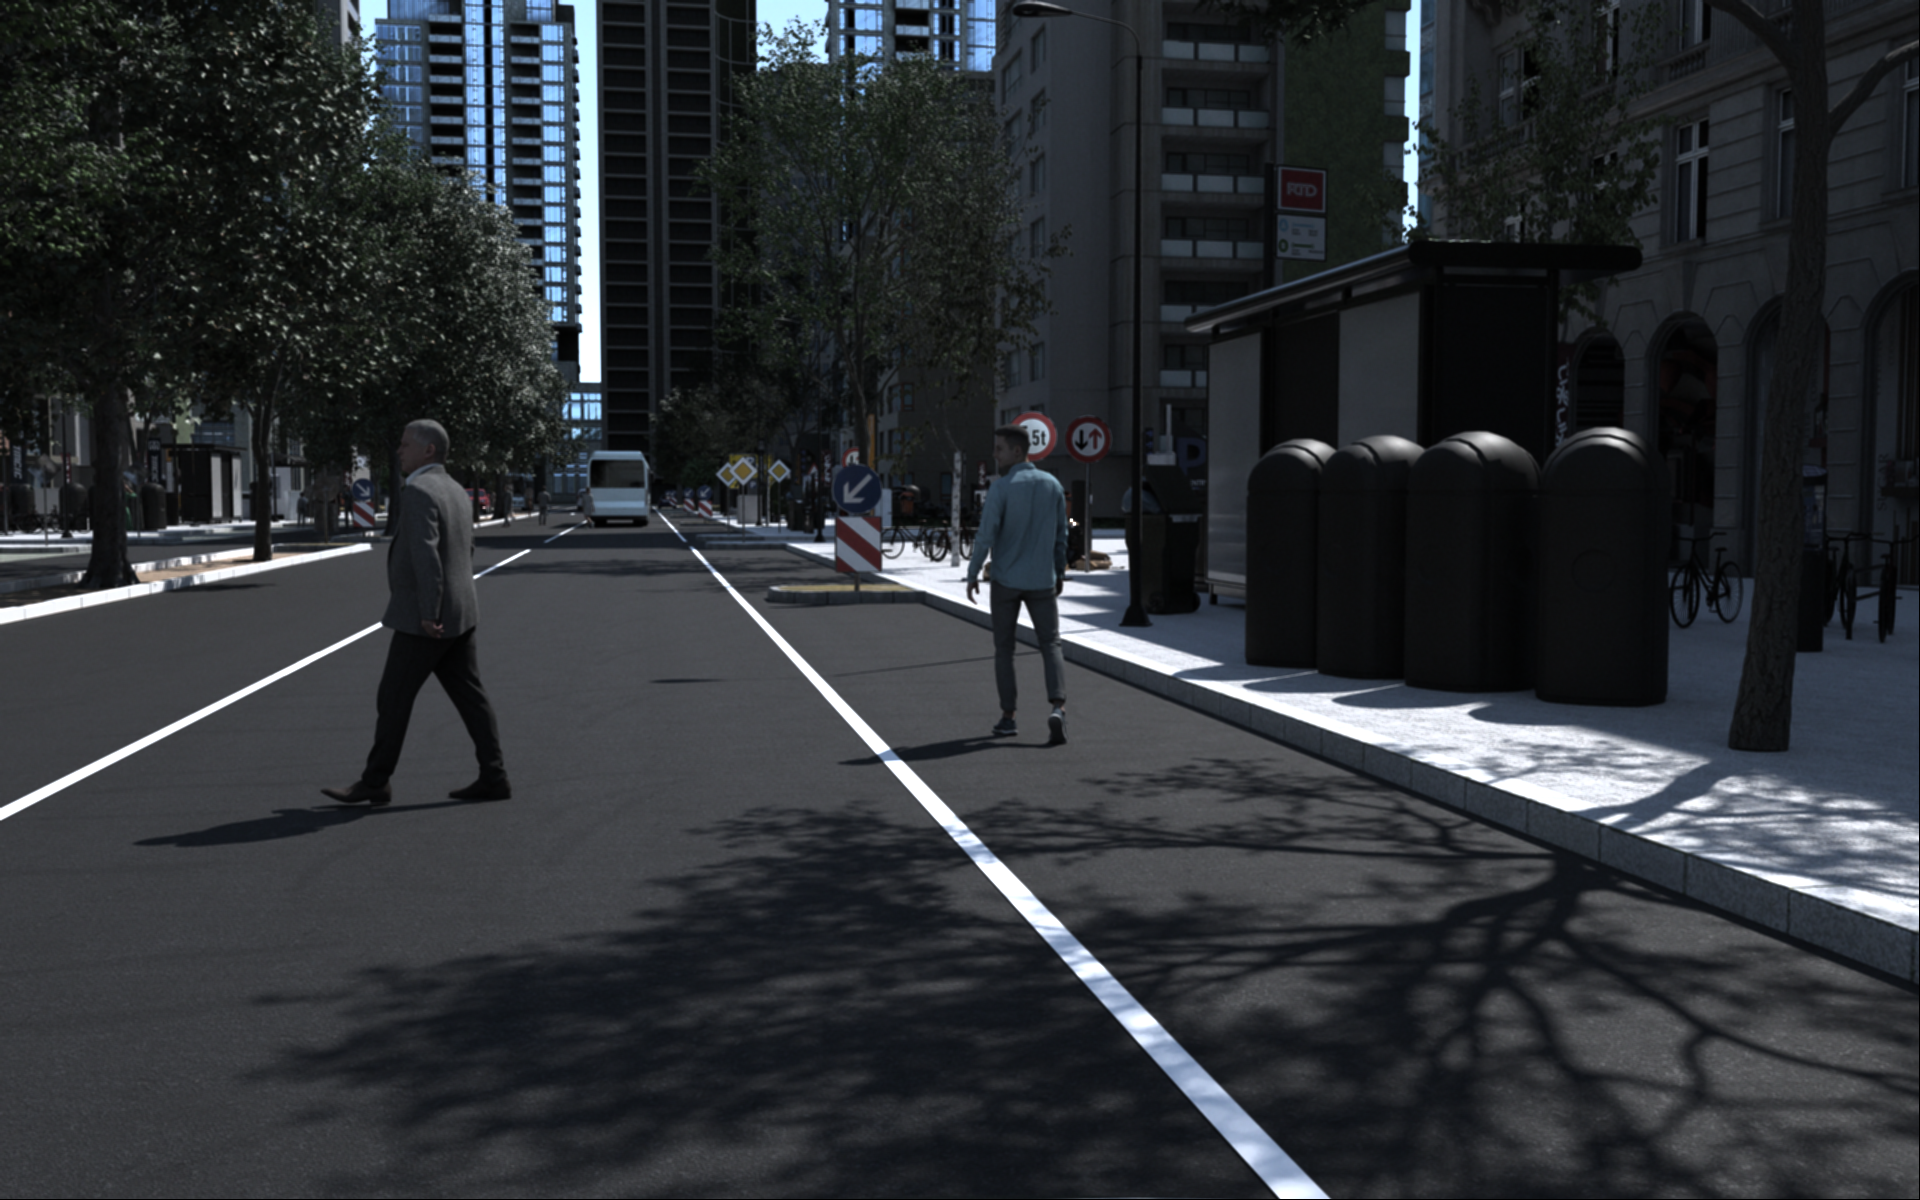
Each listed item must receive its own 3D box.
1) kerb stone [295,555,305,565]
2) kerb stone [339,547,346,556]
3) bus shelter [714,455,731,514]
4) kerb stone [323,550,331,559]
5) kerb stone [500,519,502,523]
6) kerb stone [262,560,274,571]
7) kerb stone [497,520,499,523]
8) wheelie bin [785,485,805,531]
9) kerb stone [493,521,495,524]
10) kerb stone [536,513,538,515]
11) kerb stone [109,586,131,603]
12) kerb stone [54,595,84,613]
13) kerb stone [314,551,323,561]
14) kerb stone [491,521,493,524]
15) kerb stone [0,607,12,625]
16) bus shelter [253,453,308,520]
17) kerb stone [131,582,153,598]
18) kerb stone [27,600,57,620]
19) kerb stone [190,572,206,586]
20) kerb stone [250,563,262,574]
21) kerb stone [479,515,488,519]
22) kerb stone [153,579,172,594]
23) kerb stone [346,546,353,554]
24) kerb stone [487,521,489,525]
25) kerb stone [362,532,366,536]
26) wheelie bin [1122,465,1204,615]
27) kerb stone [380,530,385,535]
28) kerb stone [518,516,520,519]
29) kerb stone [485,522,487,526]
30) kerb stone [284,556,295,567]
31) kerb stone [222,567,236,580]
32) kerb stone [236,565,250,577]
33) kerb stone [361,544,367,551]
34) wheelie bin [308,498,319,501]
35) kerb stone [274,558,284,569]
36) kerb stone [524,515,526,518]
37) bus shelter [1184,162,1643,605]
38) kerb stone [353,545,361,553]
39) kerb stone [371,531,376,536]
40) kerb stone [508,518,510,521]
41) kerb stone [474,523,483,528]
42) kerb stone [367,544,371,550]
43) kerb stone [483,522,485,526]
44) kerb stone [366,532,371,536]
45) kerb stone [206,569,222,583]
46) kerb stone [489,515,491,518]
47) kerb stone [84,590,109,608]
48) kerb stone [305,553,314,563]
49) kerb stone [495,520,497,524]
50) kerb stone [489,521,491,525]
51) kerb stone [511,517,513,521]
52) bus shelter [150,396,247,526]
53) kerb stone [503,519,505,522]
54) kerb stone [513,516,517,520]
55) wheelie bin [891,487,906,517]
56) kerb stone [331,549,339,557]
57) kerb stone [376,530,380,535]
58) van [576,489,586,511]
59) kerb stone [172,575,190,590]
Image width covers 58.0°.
[{"bbox_3d":[-13.578,-0.801,35.319,0.120,0.150,1.000,-1,4,-10],"label":"kerb stone"},{"bbox_3d":[-14.505,-1.108,40.349,0.120,0.150,1.000,-1,4,-10],"label":"kerb stone"},{"bbox_3d":[-14.420,-7.176,108.617,1.731,3.624,6.357,-1,4,-10],"label":"bus shelter"},{"bbox_3d":[-14.126,-0.987,38.336,0.120,0.150,1.000,-1,4,-10],"label":"kerb stone"},{"bbox_3d":[-22.773,-3.856,85.238,0.120,0.150,1.000,-1,4,-10],"label":"kerb stone"},{"bbox_3d":[-13.019,-0.607,32.304,0.120,0.150,1.000,-1,4,-10],"label":"kerb stone"},{"bbox_3d":[-22.395,-3.733,83.225,0.120,0.150,1.000,-1,4,-10],"label":"kerb stone"},{"bbox_3d":[-5.616,-3.199,60.212,0.980,1.594,0.693,-2,4,-27],"label":"wheelie bin"},{"bbox_3d":[-22.034,-3.610,81.213,0.120,0.150,1.000,-1,4,-10],"label":"kerb stone"},{"bbox_3d":[-28.154,-5.644,114.501,0.120,0.150,1.000,-1,4,-10],"label":"kerb stone"},{"bbox_3d":[-11.348,-0.059,23.209,0.120,0.150,1.000,-1,4,-10],"label":"kerb stone"},{"bbox_3d":[-10.978,0.061,21.194,0.120,0.150,1.000,-1,4,-10],"label":"kerb stone"},{"bbox_3d":[-13.945,-0.923,37.330,0.120,0.150,1.000,-1,4,-10],"label":"kerb stone"},{"bbox_3d":[-21.842,-3.548,80.208,0.120,0.150,1.000,-1,4,-10],"label":"kerb stone"},{"bbox_3d":[-10.602,0.184,19.185,0.120,0.150,1.000,-1,4,-10],"label":"kerb stone"},{"bbox_3d":[-34.256,-5.759,88.081,2.014,3.302,5.546,-1,4,-10],"label":"bus shelter"},{"bbox_3d":[-11.533,-0.124,24.225,0.120,0.150,1.000,-1,4,-10],"label":"kerb stone"},{"bbox_3d":[-10.787,0.134,20.191,0.120,0.150,1.000,-1,4,-10],"label":"kerb stone"},{"bbox_3d":[-12.093,-0.305,27.247,0.120,0.150,1.000,-1,4,-10],"label":"kerb stone"},{"bbox_3d":[-12.831,-0.555,31.290,0.120,0.150,1.000,-1,4,-10],"label":"kerb stone"},{"bbox_3d":[-27.797,-4.815,100.978,0.120,0.150,1.000,-1,4,-10],"label":"kerb stone"},{"bbox_3d":[-11.710,-0.181,25.233,0.120,0.150,1.000,-1,4,-10],"label":"kerb stone"},{"bbox_3d":[-14.691,-1.169,41.354,0.120,0.150,1.000,-1,4,-10],"label":"kerb stone"},{"bbox_3d":[-21.467,-3.425,78.196,0.120,0.150,1.000,-1,4,-10],"label":"kerb stone"},{"bbox_3d":[-19.637,-2.105,56.620,0.120,0.150,1.000,-1,4,-10],"label":"kerb stone"},{"bbox_3d":[2.152,-0.658,18.674,0.693,1.594,0.980,3,5,45],"label":"wheelie bin"},{"bbox_3d":[-20.370,-2.351,60.658,0.120,0.150,1.000,-1,4,-10],"label":"kerb stone"},{"bbox_3d":[-24.998,-4.597,97.353,0.120,0.150,1.000,-1,4,-10],"label":"kerb stone"},{"bbox_3d":[-21.289,-3.363,77.185,0.120,0.150,1.000,-1,4,-10],"label":"kerb stone"},{"bbox_3d":[-13.396,-0.741,34.312,0.120,0.150,1.000,-1,4,-10],"label":"kerb stone"},{"bbox_3d":[-12.464,-0.433,29.279,0.120,0.150,1.000,-1,4,-10],"label":"kerb stone"},{"bbox_3d":[-12.645,-0.495,30.285,0.120,0.150,1.000,-1,4,-10],"label":"kerb stone"},{"bbox_3d":[-15.056,-1.294,43.365,0.120,0.150,1.000,-1,4,-10],"label":"kerb stone"},{"bbox_3d":[-35.008,-5.253,93.789,0.980,1.594,0.693,-1,4,-21],"label":"wheelie bin"},{"bbox_3d":[-13.209,-0.678,33.308,0.120,0.150,1.000,-1,4,-10],"label":"kerb stone"},{"bbox_3d":[-25.931,-4.905,102.397,0.120,0.150,1.000,-1,4,-10],"label":"kerb stone"},{"bbox_3d":[3.944,-2.513,18.720,2.179,5.291,8.768,-1,4,-10],"label":"bus shelter"},{"bbox_3d":[-14.869,-1.233,42.361,0.120,0.150,1.000,-1,4,-10],"label":"kerb stone"},{"bbox_3d":[-20.006,-2.229,58.639,0.120,0.150,1.000,-1,4,-10],"label":"kerb stone"},{"bbox_3d":[-23.700,-4.160,90.282,0.120,0.150,1.000,-1,4,-10],"label":"kerb stone"},{"bbox_3d":[-20.911,-3.228,75.175,0.120,0.150,1.000,-1,4,-10],"label":"kerb stone"},{"bbox_3d":[-15.241,-1.356,44.373,0.120,0.150,1.000,-1,4,-10],"label":"kerb stone"},{"bbox_3d":[-21.103,-3.295,76.180,0.120,0.150,1.000,-1,4,-10],"label":"kerb stone"},{"bbox_3d":[-19.823,-2.164,57.634,0.120,0.150,1.000,-1,4,-10],"label":"kerb stone"},{"bbox_3d":[-12.273,-0.371,28.255,0.120,0.150,1.000,-1,4,-10],"label":"kerb stone"},{"bbox_3d":[-28.169,-4.940,102.988,0.120,0.150,1.000,-1,4,-10],"label":"kerb stone"},{"bbox_3d":[-11.158,0.002,22.200,0.120,0.150,1.000,-1,4,-10],"label":"kerb stone"},{"bbox_3d":[-13.760,-0.864,36.325,0.120,0.150,1.000,-1,4,-10],"label":"kerb stone"},{"bbox_3d":[-22.212,-3.666,82.220,0.120,0.150,1.000,-1,4,-10],"label":"kerb stone"},{"bbox_3d":[-21.660,-3.487,79.202,0.120,0.150,1.000,-1,4,-10],"label":"kerb stone"},{"bbox_3d":[-24.065,-4.289,92.313,0.120,0.150,1.000,-1,4,-10],"label":"kerb stone"},{"bbox_3d":[-32.307,-5.854,73.343,2.179,5.291,8.768,-1,4,-10],"label":"bus shelter"},{"bbox_3d":[-23.130,-3.977,87.255,0.120,0.150,1.000,-1,4,-10],"label":"kerb stone"},{"bbox_3d":[-24.625,-4.472,95.329,0.120,0.150,1.000,-1,4,-10],"label":"kerb stone"},{"bbox_3d":[-2.638,-4.091,74.799,0.980,1.594,0.693,1,4,10],"label":"wheelie bin"},{"bbox_3d":[-14.322,-1.049,39.343,0.120,0.150,1.000,-1,4,-10],"label":"kerb stone"},{"bbox_3d":[-20.192,-2.290,59.645,0.120,0.150,1.000,-1,4,-10],"label":"kerb stone"},{"bbox_3d":[-32.392,-8.783,150.617,2.013,2.044,4.112,-1,4,-9],"label":"van"},{"bbox_3d":[-11.902,-0.248,26.243,0.120,0.150,1.000,-1,4,-10],"label":"kerb stone"}]
